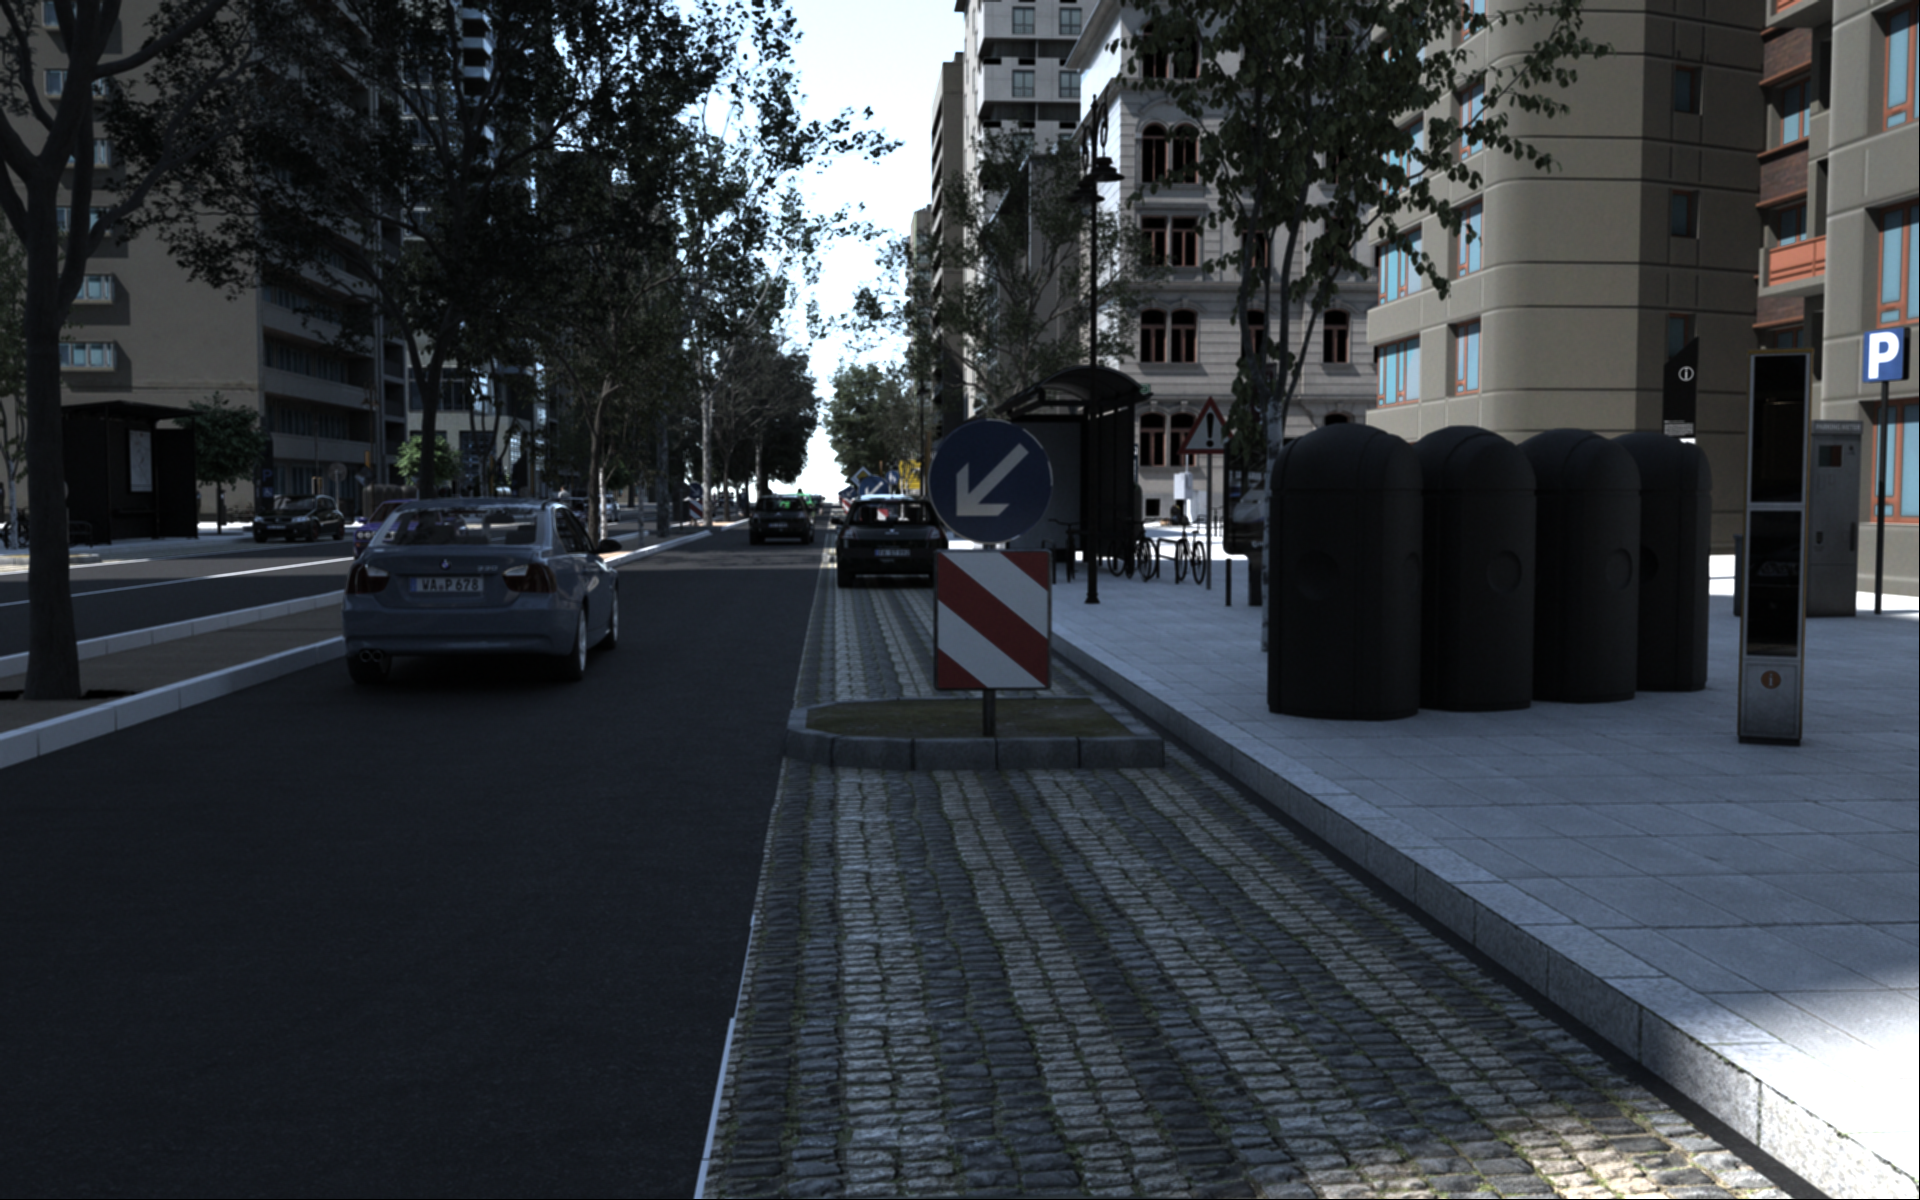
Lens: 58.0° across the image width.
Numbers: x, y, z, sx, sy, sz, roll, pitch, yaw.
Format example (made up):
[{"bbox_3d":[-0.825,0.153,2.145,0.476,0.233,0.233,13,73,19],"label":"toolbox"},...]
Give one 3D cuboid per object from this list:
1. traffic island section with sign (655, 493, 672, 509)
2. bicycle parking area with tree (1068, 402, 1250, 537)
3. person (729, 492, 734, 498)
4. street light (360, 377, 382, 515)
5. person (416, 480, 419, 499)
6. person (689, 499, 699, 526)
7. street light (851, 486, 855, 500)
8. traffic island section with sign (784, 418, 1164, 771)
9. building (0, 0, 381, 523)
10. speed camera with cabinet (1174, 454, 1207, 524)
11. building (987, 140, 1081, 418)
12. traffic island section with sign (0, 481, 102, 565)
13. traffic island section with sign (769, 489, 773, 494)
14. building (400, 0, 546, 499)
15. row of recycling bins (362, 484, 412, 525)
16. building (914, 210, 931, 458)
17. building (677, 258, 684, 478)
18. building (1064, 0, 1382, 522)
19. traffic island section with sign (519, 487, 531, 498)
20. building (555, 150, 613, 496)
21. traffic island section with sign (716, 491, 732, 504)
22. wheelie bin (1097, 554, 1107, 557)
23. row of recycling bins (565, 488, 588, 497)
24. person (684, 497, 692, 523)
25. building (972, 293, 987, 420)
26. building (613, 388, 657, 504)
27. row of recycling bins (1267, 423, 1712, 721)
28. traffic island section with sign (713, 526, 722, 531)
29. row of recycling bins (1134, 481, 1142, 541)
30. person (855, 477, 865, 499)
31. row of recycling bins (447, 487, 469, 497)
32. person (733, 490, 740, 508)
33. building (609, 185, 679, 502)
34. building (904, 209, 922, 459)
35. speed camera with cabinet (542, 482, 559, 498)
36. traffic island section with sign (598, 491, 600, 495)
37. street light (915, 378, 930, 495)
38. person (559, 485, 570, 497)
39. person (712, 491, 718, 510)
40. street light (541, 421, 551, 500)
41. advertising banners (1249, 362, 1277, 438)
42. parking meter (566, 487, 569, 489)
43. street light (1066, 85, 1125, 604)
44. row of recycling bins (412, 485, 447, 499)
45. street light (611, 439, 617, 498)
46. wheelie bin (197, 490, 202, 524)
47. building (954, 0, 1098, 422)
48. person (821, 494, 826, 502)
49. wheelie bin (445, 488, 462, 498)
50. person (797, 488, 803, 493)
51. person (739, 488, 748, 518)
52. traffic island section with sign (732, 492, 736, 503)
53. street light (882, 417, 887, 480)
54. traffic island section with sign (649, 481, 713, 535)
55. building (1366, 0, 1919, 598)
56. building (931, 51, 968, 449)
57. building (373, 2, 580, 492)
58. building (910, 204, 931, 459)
[{"bbox_3d":[-28.463,-9.744,167.936,1.989,1.847,2.006,0,4,-4],"label":"traffic island section with sign"},{"bbox_3d":[6.069,-4.033,52.939,8.231,4.147,9.016,1,4,12],"label":"bicycle parking area with tree"},{"bbox_3d":[-34.109,-15.134,255.943,1.348,1.824,0.705,1,4,18],"label":"person"},{"bbox_3d":[-23.328,-5.867,68.716,0.468,5.910,1.993,0,4,-4],"label":"street light"},{"bbox_3d":[-14.929,-2.423,48.218,0.850,1.850,0.679,0,4,5],"label":"person"},{"bbox_3d":[-11.463,-3.799,74.881,0.640,1.303,0.475,1,4,18],"label":"person"},{"bbox_3d":[-18.994,-20.218,303.345,0.468,5.910,1.993,0,4,-4],"label":"street light"},{"bbox_3d":[0.002,-0.076,9.870,1.989,1.847,2.006,0,4,-4],"label":"traffic island section with sign"},{"bbox_3d":[-43.189,-28.341,87.084,21.300,48.544,21.600,0,4,-4],"label":"building"},{"bbox_3d":[9.982,-4.912,74.649,0.660,3.252,2.038,3,4,39],"label":"speed camera with cabinet"},{"bbox_3d":[9.896,-17.879,111.396,14.314,24.678,30.058,0,4,-4],"label":"building"},{"bbox_3d":[-18.877,-1.649,35.592,1.989,1.847,2.006,0,4,-4],"label":"traffic island section with sign"},{"bbox_3d":[-15.884,-8.283,143.568,2.006,1.907,1.989,0,4,-4],"label":"traffic island section with sign"},{"bbox_3d":[-49.462,-51.527,155.142,22.319,86.520,31.000,0,4,-4],"label":"building"},{"bbox_3d":[-24.409,-4.056,73.427,1.069,1.692,3.534,0,4,-2],"label":"row of recycling bins"},{"bbox_3d":[0.343,-34.731,251.444,14.154,41.232,14.086,0,4,-4],"label":"building"},{"bbox_3d":[-54.174,-37.171,291.346,14.154,41.232,14.086,0,4,-4],"label":"building"},{"bbox_3d":[17.691,-18.159,84.286,23.554,28.519,14.401,0,4,-4],"label":"building"},{"bbox_3d":[-22.894,-5.040,91.038,1.989,1.847,2.006,0,4,-4],"label":"traffic island section with sign"},{"bbox_3d":[-48.292,-31.594,200.150,14.154,41.232,14.086,0,4,-4],"label":"building"},{"bbox_3d":[-34.425,-14.783,250.324,1.989,1.847,2.006,0,4,-4],"label":"traffic island section with sign"},{"bbox_3d":[3.048,-1.673,35.265,0.693,1.594,0.980,0,4,6],"label":"wheelie bin"},{"bbox_3d":[-28.712,-7.457,129.039,1.069,1.692,3.534,-2,4,-32],"label":"row of recycling bins"},{"bbox_3d":[-13.172,-4.598,84.033,0.694,1.780,0.624,2,4,32],"label":"person"},{"bbox_3d":[6.643,-16.599,136.021,10.561,19.102,19.286,0,4,-4],"label":"building"},{"bbox_3d":[-58.037,-24.624,247.640,27.650,21.520,28.899,0,4,-4],"label":"building"},{"bbox_3d":[3.437,-0.227,10.822,3.534,1.692,1.069,-2,4,-32],"label":"row of recycling bins"},{"bbox_3d":[-10.445,-3.700,68.626,2.006,1.907,1.989,0,4,-4],"label":"traffic island section with sign"},{"bbox_3d":[3.258,-2.495,47.898,3.534,1.692,1.069,0,4,-3],"label":"row of recycling bins"},{"bbox_3d":[-2.127,-1.808,38.251,0.419,1.800,0.721,-1,4,-8],"label":"person"},{"bbox_3d":[-28.995,-5.438,96.019,3.534,1.692,1.069,0,4,-5],"label":"row of recycling bins"},{"bbox_3d":[-23.177,-10.540,180.968,0.705,1.807,1.348,3,4,36],"label":"person"},{"bbox_3d":[-56.155,-39.704,272.864,21.300,48.544,21.600,0,4,-4],"label":"building"},{"bbox_3d":[2.074,-40.954,289.200,23.786,49.044,30.456,0,4,-4],"label":"building"},{"bbox_3d":[-31.531,-8.542,134.002,0.660,3.252,2.038,1,4,23],"label":"speed camera with cabinet"},{"bbox_3d":[-24.844,-6.685,117.922,1.989,1.847,2.006,0,4,-4],"label":"traffic island section with sign"},{"bbox_3d":[-1.339,-5.404,61.139,0.468,5.910,1.993,0,4,-4],"label":"street light"},{"bbox_3d":[-18.575,-4.470,81.435,0.661,1.843,0.795,-3,5,-42],"label":"person"},{"bbox_3d":[-21.767,-8.805,153.386,0.541,1.710,0.530,3,5,41],"label":"person"},{"bbox_3d":[-26.277,-8.393,110.013,0.468,5.910,1.993,0,4,-4],"label":"street light"},{"bbox_3d":[4.499,-1.616,22.615,0.090,3.025,2.074,-3,4,-36],"label":"advertising banners"},{"bbox_3d":[-30.757,-7.964,135.915,0.399,1.863,0.255,-1,4,-18],"label":"parking meter"},{"bbox_3d":[1.555,-2.899,20.182,0.468,5.910,1.993,0,4,-4],"label":"street light"},{"bbox_3d":[-24.159,-4.295,77.334,1.069,1.692,3.534,0,4,2],"label":"row of recycling bins"},{"bbox_3d":[-28.875,-10.503,144.508,0.468,5.910,1.993,0,4,-4],"label":"street light"},{"bbox_3d":[-33.097,-4.078,74.582,0.693,1.594,0.980,1,4,22],"label":"wheelie bin"},{"bbox_3d":[14.662,-35.090,162.965,28.713,52.752,27.495,0,4,-4],"label":"building"},{"bbox_3d":[-19.935,-14.707,252.147,0.799,1.438,0.628,0,4,-4],"label":"person"},{"bbox_3d":[-27.138,-5.197,92.880,0.980,1.594,0.693,0,4,-2],"label":"wheelie bin"},{"bbox_3d":[-10.611,-6.504,114.823,0.580,1.828,0.573,3,4,39],"label":"person"},{"bbox_3d":[-12.864,-5.785,103.112,0.581,1.822,0.654,2,4,30],"label":"person"},{"bbox_3d":[-36.386,-16.427,277.208,1.989,1.847,2.006,0,4,-4],"label":"traffic island section with sign"},{"bbox_3d":[-4.387,-7.948,102.732,0.468,5.910,1.993,0,4,-4],"label":"street light"},{"bbox_3d":[-9.920,-3.248,61.238,2.006,1.907,1.989,0,4,-4],"label":"traffic island section with sign"},{"bbox_3d":[25.074,-11.304,29.863,27.650,21.520,28.899,0,4,-4],"label":"building"},{"bbox_3d":[8.100,-34.502,187.810,21.300,48.544,21.600,0,4,-4],"label":"building"},{"bbox_3d":[-51.252,-45.447,181.305,20.563,71.187,20.611,0,4,-4],"label":"building"},{"bbox_3d":[-0.495,-37.684,266.238,14.600,45.320,14.200,0,4,-4],"label":"building"}]
